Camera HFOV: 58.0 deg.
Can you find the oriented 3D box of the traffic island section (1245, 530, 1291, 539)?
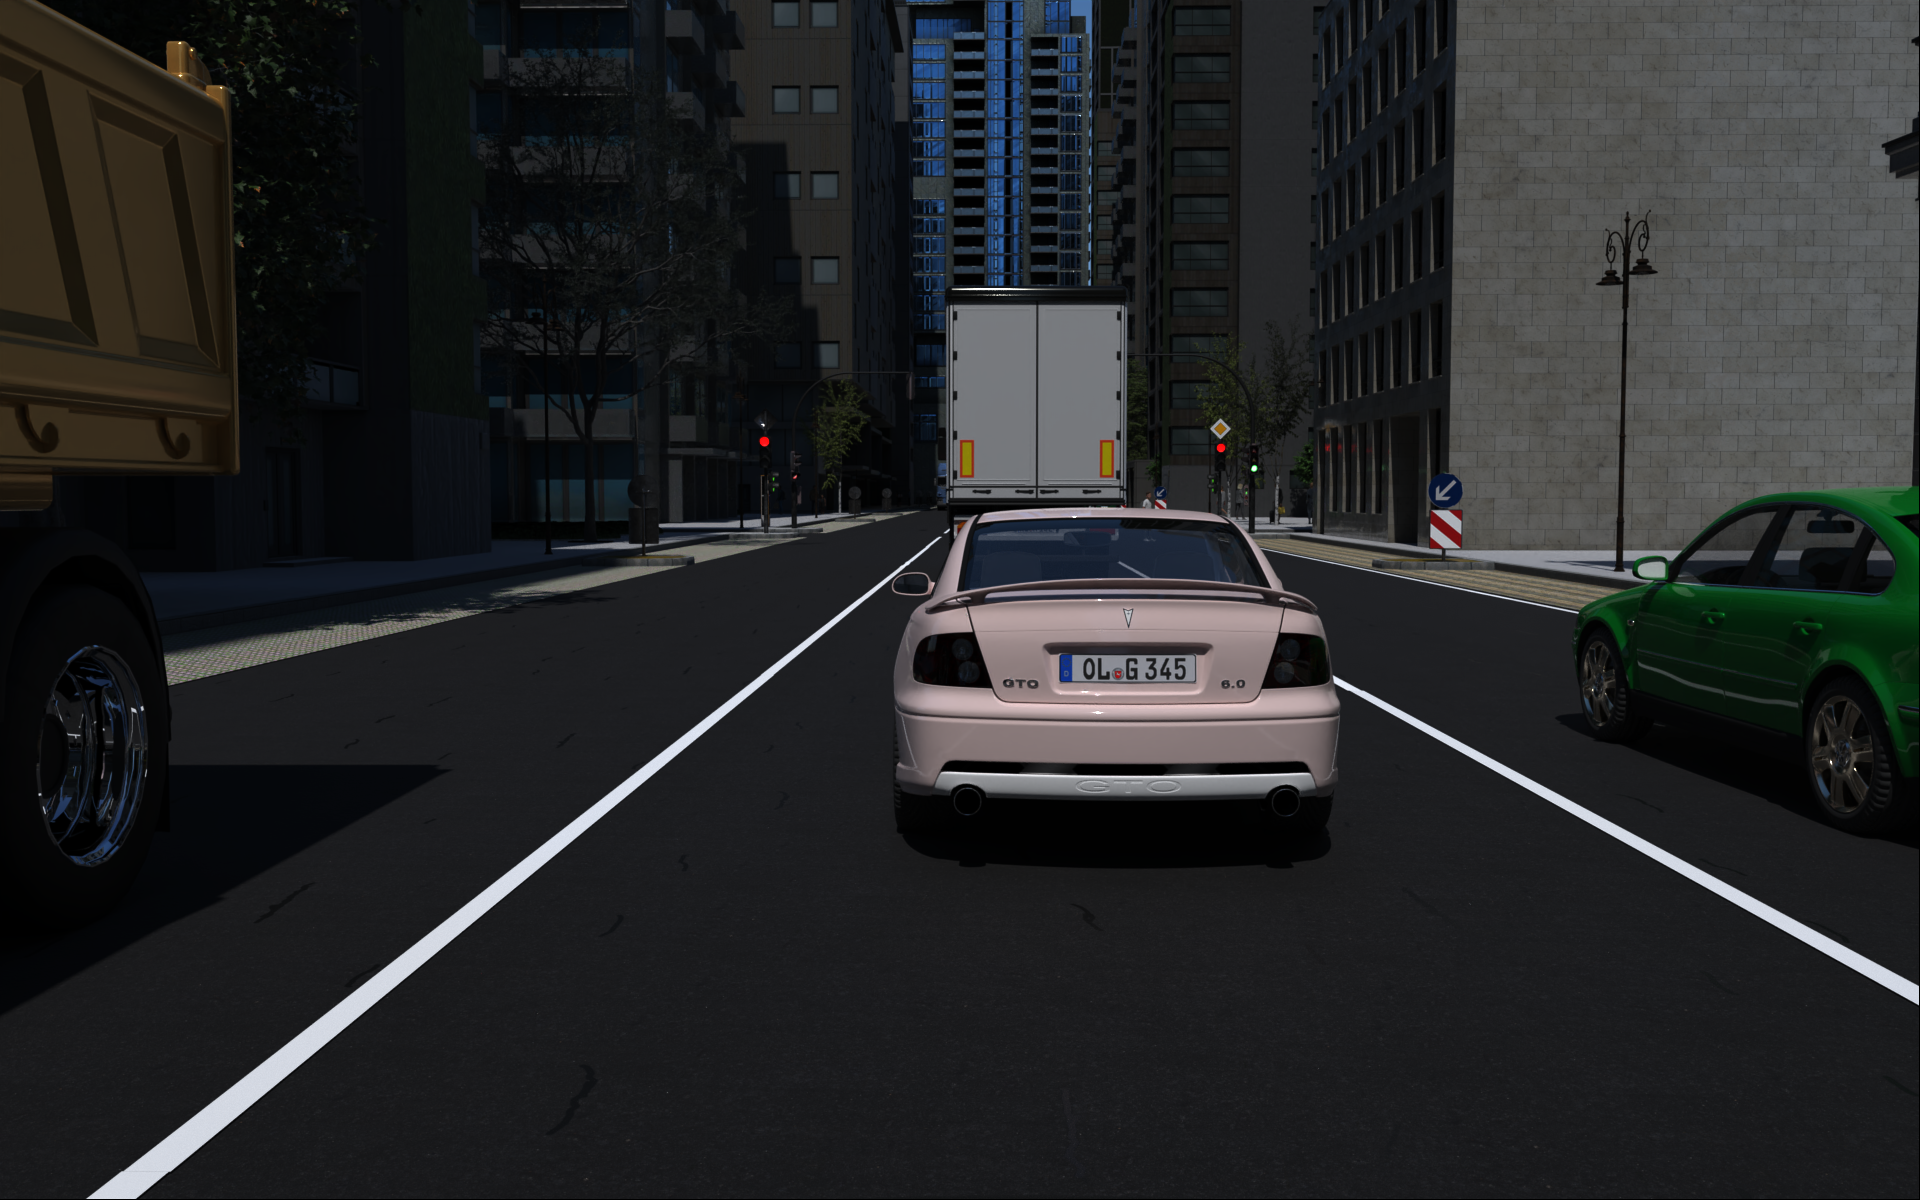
[{"bbox_3d":[9.488,-2.079,56.267,2.009,0.180,2.903,0,4,1],"label":"traffic island section"}]

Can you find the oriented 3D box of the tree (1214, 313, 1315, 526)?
[{"bbox_3d":[12.824,-7.360,70.701,4.360,8.622,3.978,0,3,0],"label":"tree"}]

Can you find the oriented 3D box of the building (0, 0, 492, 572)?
[{"bbox_3d":[-17.489,-21.204,30.274,14.154,41.232,14.086,0,4,1],"label":"building"}]

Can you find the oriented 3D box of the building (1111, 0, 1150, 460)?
[{"bbox_3d":[25.934,-33.295,163.985,23.786,49.044,30.456,0,4,1],"label":"building"}]

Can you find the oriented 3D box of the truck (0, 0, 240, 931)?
[{"bbox_3d":[-4.098,-0.377,2.093,3.469,3.379,9.791,0,4,0],"label":"truck"}]

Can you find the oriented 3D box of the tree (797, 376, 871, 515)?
[{"bbox_3d":[-7.623,-9.546,106.435,4.737,8.622,4.395,0,3,0],"label":"tree"}]

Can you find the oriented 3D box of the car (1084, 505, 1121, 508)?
[{"bbox_3d":[6.721,-4.358,83.052,2.131,1.459,4.920,0,4,0],"label":"car"}]

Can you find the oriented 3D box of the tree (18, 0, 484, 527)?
[{"bbox_3d":[-9.972,-6.201,18.395,9.611,12.733,9.660,0,3,0],"label":"tree"}]

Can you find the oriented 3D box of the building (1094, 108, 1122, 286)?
[{"bbox_3d":[21.352,-30.782,186.881,14.154,41.232,14.086,0,4,1],"label":"building"}]

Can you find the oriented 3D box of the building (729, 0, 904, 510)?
[{"bbox_3d":[-20.738,-36.149,180.278,28.713,52.752,27.495,0,4,1],"label":"building"}]

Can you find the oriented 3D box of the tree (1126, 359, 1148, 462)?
[{"bbox_3d":[14.280,-13.852,144.610,7.486,12.596,7.792,0,3,0],"label":"tree"}]

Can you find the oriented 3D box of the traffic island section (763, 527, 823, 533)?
[{"bbox_3d":[-6.194,-2.586,64.565,2.009,0.180,2.903,0,4,1],"label":"traffic island section"}]

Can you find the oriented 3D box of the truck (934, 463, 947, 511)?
[{"bbox_3d":[-0.770,-10.198,156.493,2.967,4.110,18.799,0,4,0],"label":"truck"}]

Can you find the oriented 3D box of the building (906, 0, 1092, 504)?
[{"bbox_3d":[4.312,-56.274,232.749,31.000,86.520,22.319,0,4,1],"label":"building"}]

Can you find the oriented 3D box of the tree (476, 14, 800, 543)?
[{"bbox_3d":[-9.822,-8.254,45.318,12.009,13.543,11.850,0,3,0],"label":"tree"}]

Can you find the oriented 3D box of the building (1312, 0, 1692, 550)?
[{"bbox_3d":[16.467,-11.767,47.134,10.420,20.320,16.860,0,4,1],"label":"building"}]

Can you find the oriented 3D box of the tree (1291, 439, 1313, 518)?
[{"bbox_3d":[19.460,-6.681,92.940,4.285,4.588,4.351,0,3,0],"label":"tree"}]

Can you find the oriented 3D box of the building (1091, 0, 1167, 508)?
[{"bbox_3d":[23.942,-46.788,203.235,20.563,71.187,20.611,0,4,1],"label":"building"}]

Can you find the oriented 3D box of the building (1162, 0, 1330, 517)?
[{"bbox_3d":[18.727,-20.160,101.320,14.160,30.474,14.107,0,4,1],"label":"building"}]

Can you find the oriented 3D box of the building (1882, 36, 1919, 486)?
[{"bbox_3d":[15.535,-10.251,18.515,10.553,20.767,40.483,0,4,1],"label":"building"}]

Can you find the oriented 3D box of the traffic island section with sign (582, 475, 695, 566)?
[{"bbox_3d":[-6.441,-1.614,35.011,1.989,1.847,2.006,0,4,1],"label":"traffic island section with sign"}]

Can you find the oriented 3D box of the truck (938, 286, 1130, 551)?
[{"bbox_3d":[1.007,-2.447,28.914,2.839,4.237,11.283,0,4,0],"label":"truck"}]

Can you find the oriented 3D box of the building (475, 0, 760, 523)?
[{"bbox_3d":[-22.484,-28.314,82.539,23.786,49.044,30.456,0,4,1],"label":"building"}]

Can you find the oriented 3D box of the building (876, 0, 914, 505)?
[{"bbox_3d":[-19.705,-40.535,204.740,28.212,58.520,21.231,0,4,1],"label":"building"}]

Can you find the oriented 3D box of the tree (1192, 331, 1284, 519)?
[{"bbox_3d":[12.224,-7.793,77.770,4.737,8.622,4.395,0,3,0],"label":"tree"}]

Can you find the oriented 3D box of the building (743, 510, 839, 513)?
[{"bbox_3d":[-20.583,-34.470,152.826,28.713,52.752,27.495,0,4,1],"label":"building"}]

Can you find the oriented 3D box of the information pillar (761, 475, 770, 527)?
[{"bbox_3d":[-7.580,-3.855,67.518,0.304,2.012,0.304,0,4,5],"label":"information pillar"}]

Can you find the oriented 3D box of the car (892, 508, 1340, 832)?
[{"bbox_3d":[0.666,0.222,8.738,2.083,1.381,4.827,0,4,1],"label":"car"}]

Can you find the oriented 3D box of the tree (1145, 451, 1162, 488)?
[{"bbox_3d":[13.861,-7.991,114.370,4.285,4.588,4.351,0,3,0],"label":"tree"}]

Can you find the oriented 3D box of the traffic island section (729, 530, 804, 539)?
[{"bbox_3d":[-6.351,-2.098,56.581,2.009,0.180,2.903,0,4,1],"label":"traffic island section"}]

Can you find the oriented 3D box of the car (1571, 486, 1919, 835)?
[{"bbox_3d":[4.596,0.008,8.672,1.959,1.807,4.718,0,4,-1],"label":"car"}]
